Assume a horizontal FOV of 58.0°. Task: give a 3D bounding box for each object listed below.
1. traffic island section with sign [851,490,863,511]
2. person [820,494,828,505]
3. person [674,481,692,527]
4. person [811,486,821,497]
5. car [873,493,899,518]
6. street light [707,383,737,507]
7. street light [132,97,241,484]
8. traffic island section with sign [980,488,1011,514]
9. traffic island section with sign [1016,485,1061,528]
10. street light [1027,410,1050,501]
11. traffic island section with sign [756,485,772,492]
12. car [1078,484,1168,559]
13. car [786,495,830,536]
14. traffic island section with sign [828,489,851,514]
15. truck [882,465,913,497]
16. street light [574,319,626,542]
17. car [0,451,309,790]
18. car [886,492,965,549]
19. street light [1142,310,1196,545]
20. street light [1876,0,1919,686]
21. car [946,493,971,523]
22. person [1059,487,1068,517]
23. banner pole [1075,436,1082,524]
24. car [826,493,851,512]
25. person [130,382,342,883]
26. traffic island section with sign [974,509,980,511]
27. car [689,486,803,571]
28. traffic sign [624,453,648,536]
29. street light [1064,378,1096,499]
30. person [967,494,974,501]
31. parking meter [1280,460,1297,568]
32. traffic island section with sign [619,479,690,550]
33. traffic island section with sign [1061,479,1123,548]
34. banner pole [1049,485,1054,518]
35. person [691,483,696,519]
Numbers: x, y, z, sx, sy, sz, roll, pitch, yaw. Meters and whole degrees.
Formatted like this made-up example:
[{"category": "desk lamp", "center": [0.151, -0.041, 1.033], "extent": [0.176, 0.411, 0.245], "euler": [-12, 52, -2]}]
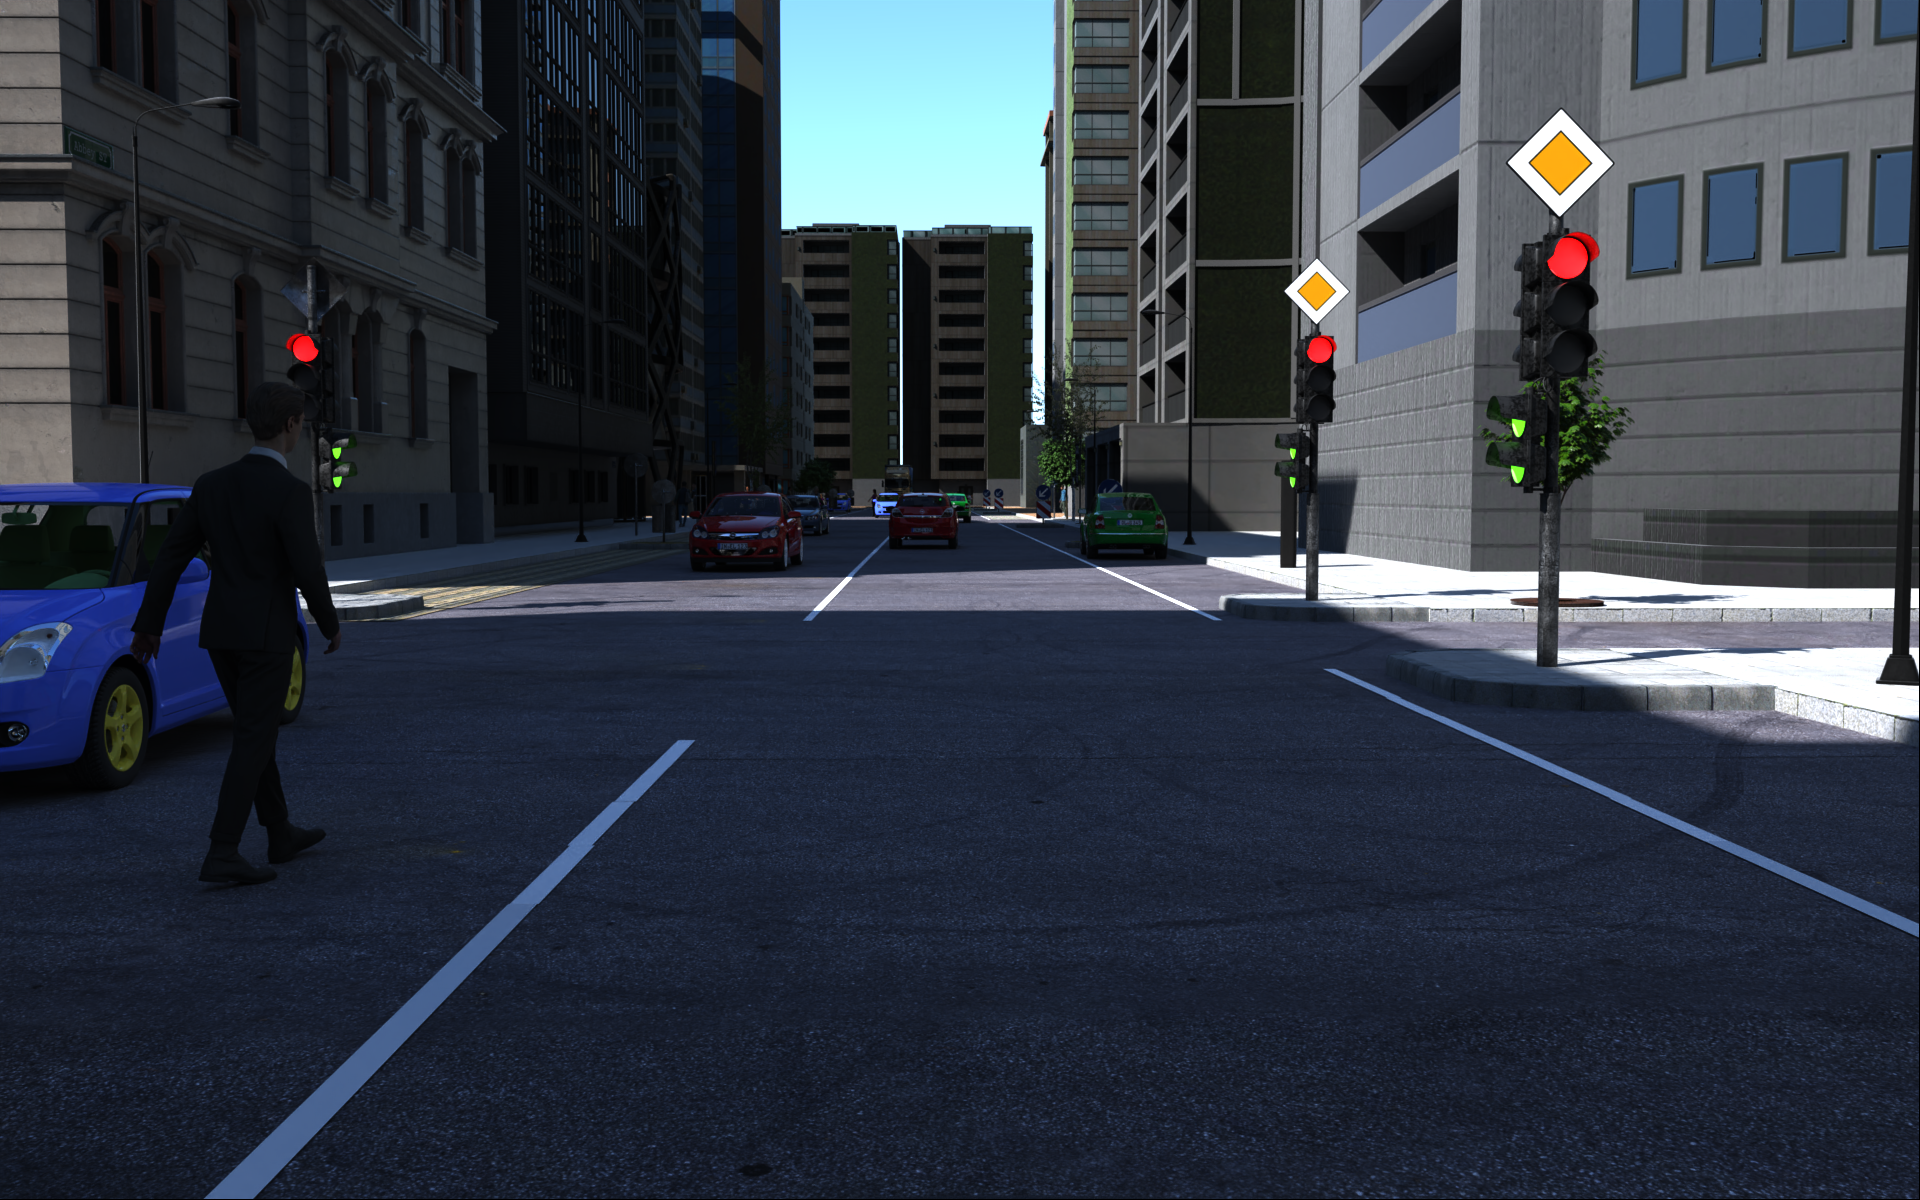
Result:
[{"category": "traffic island section with sign", "center": [-9.469, -8.721, 151.222], "extent": [1.989, 1.847, 2.006], "euler": [0, 4, -1]}, {"category": "person", "center": [-8.538, -5.765, 105.973], "extent": [0.991, 1.433, 0.599], "euler": [-2, 4, -30]}, {"category": "person", "center": [-10.813, -3.751, 67.718], "extent": [0.623, 1.781, 0.721], "euler": [-2, 4, -32]}, {"category": "person", "center": [-6.616, -4.377, 80.254], "extent": [0.709, 1.800, 0.728], "euler": [-2, 4, -30]}, {"category": "car", "center": [-4.319, -5.846, 105.166], "extent": [1.945, 1.707, 3.694], "euler": [0, 4, -3]}, {"category": "street light", "center": [-9.970, -6.097, 72.235], "extent": [1.470, 5.913, 1.316], "euler": [0, 4, -1]}, {"category": "street light", "center": [-9.117, -2.929, 20.427], "extent": [1.470, 5.913, 1.316], "euler": [0, 4, -1]}, {"category": "traffic island section with sign", "center": [2.615, -6.984, 122.809], "extent": [1.989, 1.847, 2.006], "euler": [0, 4, -1]}, {"category": "traffic island section with sign", "center": [3.407, -3.994, 73.924], "extent": [1.989, 1.847, 2.006], "euler": [0, 4, -1]}, {"category": "street light", "center": [4.386, -7.547, 95.926], "extent": [1.470, 5.913, 1.316], "euler": [0, 4, -1]}, {"category": "traffic island section with sign", "center": [-8.180, -3.909, 72.535], "extent": [1.989, 1.847, 2.006], "euler": [0, 4, -1]}, {"category": "car", "center": [3.711, -1.888, 39.672], "extent": [1.959, 1.807, 4.718], "euler": [0, 4, 1]}, {"category": "car", "center": [-5.589, -2.984, 60.793], "extent": [2.014, 1.417, 4.499], "euler": [0, 4, 1]}, {"category": "traffic island section with sign", "center": [-9.030, -7.059, 124.036], "extent": [1.989, 1.847, 2.006], "euler": [0, 4, -1]}, {"category": "truck", "center": [-5.934, -10.927, 167.564], "extent": [2.839, 4.237, 11.283], "euler": [0, 3, 0]}, {"category": "street light", "center": [-9.577, -4.501, 46.125], "extent": [1.470, 5.913, 1.316], "euler": [0, 4, -1]}, {"category": "car", "center": [-4.942, 0.007, 9.477], "extent": [1.945, 1.707, 3.694], "euler": [0, 4, -3]}, {"category": "car", "center": [-0.953, -2.302, 46.676], "extent": [2.155, 1.783, 4.494], "euler": [0, 4, 1]}, {"category": "street light", "center": [5.290, -4.360, 43.820], "extent": [1.470, 5.913, 1.316], "euler": [0, 4, -1]}, {"category": "street light", "center": [5.835, -2.387, 11.568], "extent": [1.470, 5.913, 1.316], "euler": [0, 4, -1]}, {"category": "car", "center": [-0.396, -4.826, 87.702], "extent": [1.959, 1.807, 4.718], "euler": [0, 4, -2]}, {"category": "person", "center": [5.742, -5.449, 95.478], "extent": [0.444, 1.785, 0.601], "euler": [-1, 4, -16]}, {"category": "banner pole", "center": [5.110, -5.185, 74.789], "extent": [0.401, 3.779, 0.863], "euler": [-1, 4, -16]}, {"category": "car", "center": [-9.468, -7.693, 135.366], "extent": [1.945, 1.707, 3.694], "euler": [0, 4, 1]}, {"category": "person", "center": [-2.616, 0.106, 6.537], "extent": [0.659, 1.850, 0.755], "euler": [1, 4, 23]}, {"category": "traffic island section with sign", "center": [2.185, -8.636, 149.818], "extent": [1.989, 1.847, 2.006], "euler": [0, 4, -1]}, {"category": "car", "center": [-4.107, -1.506, 33.670], "extent": [2.155, 1.783, 4.494], "euler": [0, 4, 1]}, {"category": "traffic sign", "center": [-9.992, -3.259, 53.399], "extent": [0.768, 2.556, 0.104], "euler": [0, 4, 3]}, {"category": "street light", "center": [4.862, -5.931, 69.519], "extent": [1.470, 5.913, 1.316], "euler": [0, 4, -1]}, {"category": "person", "center": [0.901, -9.654, 169.539], "extent": [0.799, 1.438, 0.628], "euler": [-3, 5, -42]}, {"category": "parking meter", "center": [5.733, -1.497, 30.193], "extent": [0.255, 1.863, 0.399], "euler": [1, 4, 15]}, {"category": "traffic island section with sign", "center": [-7.758, -2.243, 45.299], "extent": [1.989, 1.847, 2.006], "euler": [0, 4, -1]}, {"category": "traffic island section with sign", "center": [3.849, -2.315, 46.485], "extent": [1.989, 1.847, 2.006], "euler": [0, 4, -1]}, {"category": "banner pole", "center": [4.943, -6.357, 93.950], "extent": [0.401, 3.779, 0.863], "euler": [-1, 4, -11]}, {"category": "person", "center": [-13.525, -5.070, 88.749], "extent": [0.655, 1.846, 0.447], "euler": [2, 4, 34]}]
